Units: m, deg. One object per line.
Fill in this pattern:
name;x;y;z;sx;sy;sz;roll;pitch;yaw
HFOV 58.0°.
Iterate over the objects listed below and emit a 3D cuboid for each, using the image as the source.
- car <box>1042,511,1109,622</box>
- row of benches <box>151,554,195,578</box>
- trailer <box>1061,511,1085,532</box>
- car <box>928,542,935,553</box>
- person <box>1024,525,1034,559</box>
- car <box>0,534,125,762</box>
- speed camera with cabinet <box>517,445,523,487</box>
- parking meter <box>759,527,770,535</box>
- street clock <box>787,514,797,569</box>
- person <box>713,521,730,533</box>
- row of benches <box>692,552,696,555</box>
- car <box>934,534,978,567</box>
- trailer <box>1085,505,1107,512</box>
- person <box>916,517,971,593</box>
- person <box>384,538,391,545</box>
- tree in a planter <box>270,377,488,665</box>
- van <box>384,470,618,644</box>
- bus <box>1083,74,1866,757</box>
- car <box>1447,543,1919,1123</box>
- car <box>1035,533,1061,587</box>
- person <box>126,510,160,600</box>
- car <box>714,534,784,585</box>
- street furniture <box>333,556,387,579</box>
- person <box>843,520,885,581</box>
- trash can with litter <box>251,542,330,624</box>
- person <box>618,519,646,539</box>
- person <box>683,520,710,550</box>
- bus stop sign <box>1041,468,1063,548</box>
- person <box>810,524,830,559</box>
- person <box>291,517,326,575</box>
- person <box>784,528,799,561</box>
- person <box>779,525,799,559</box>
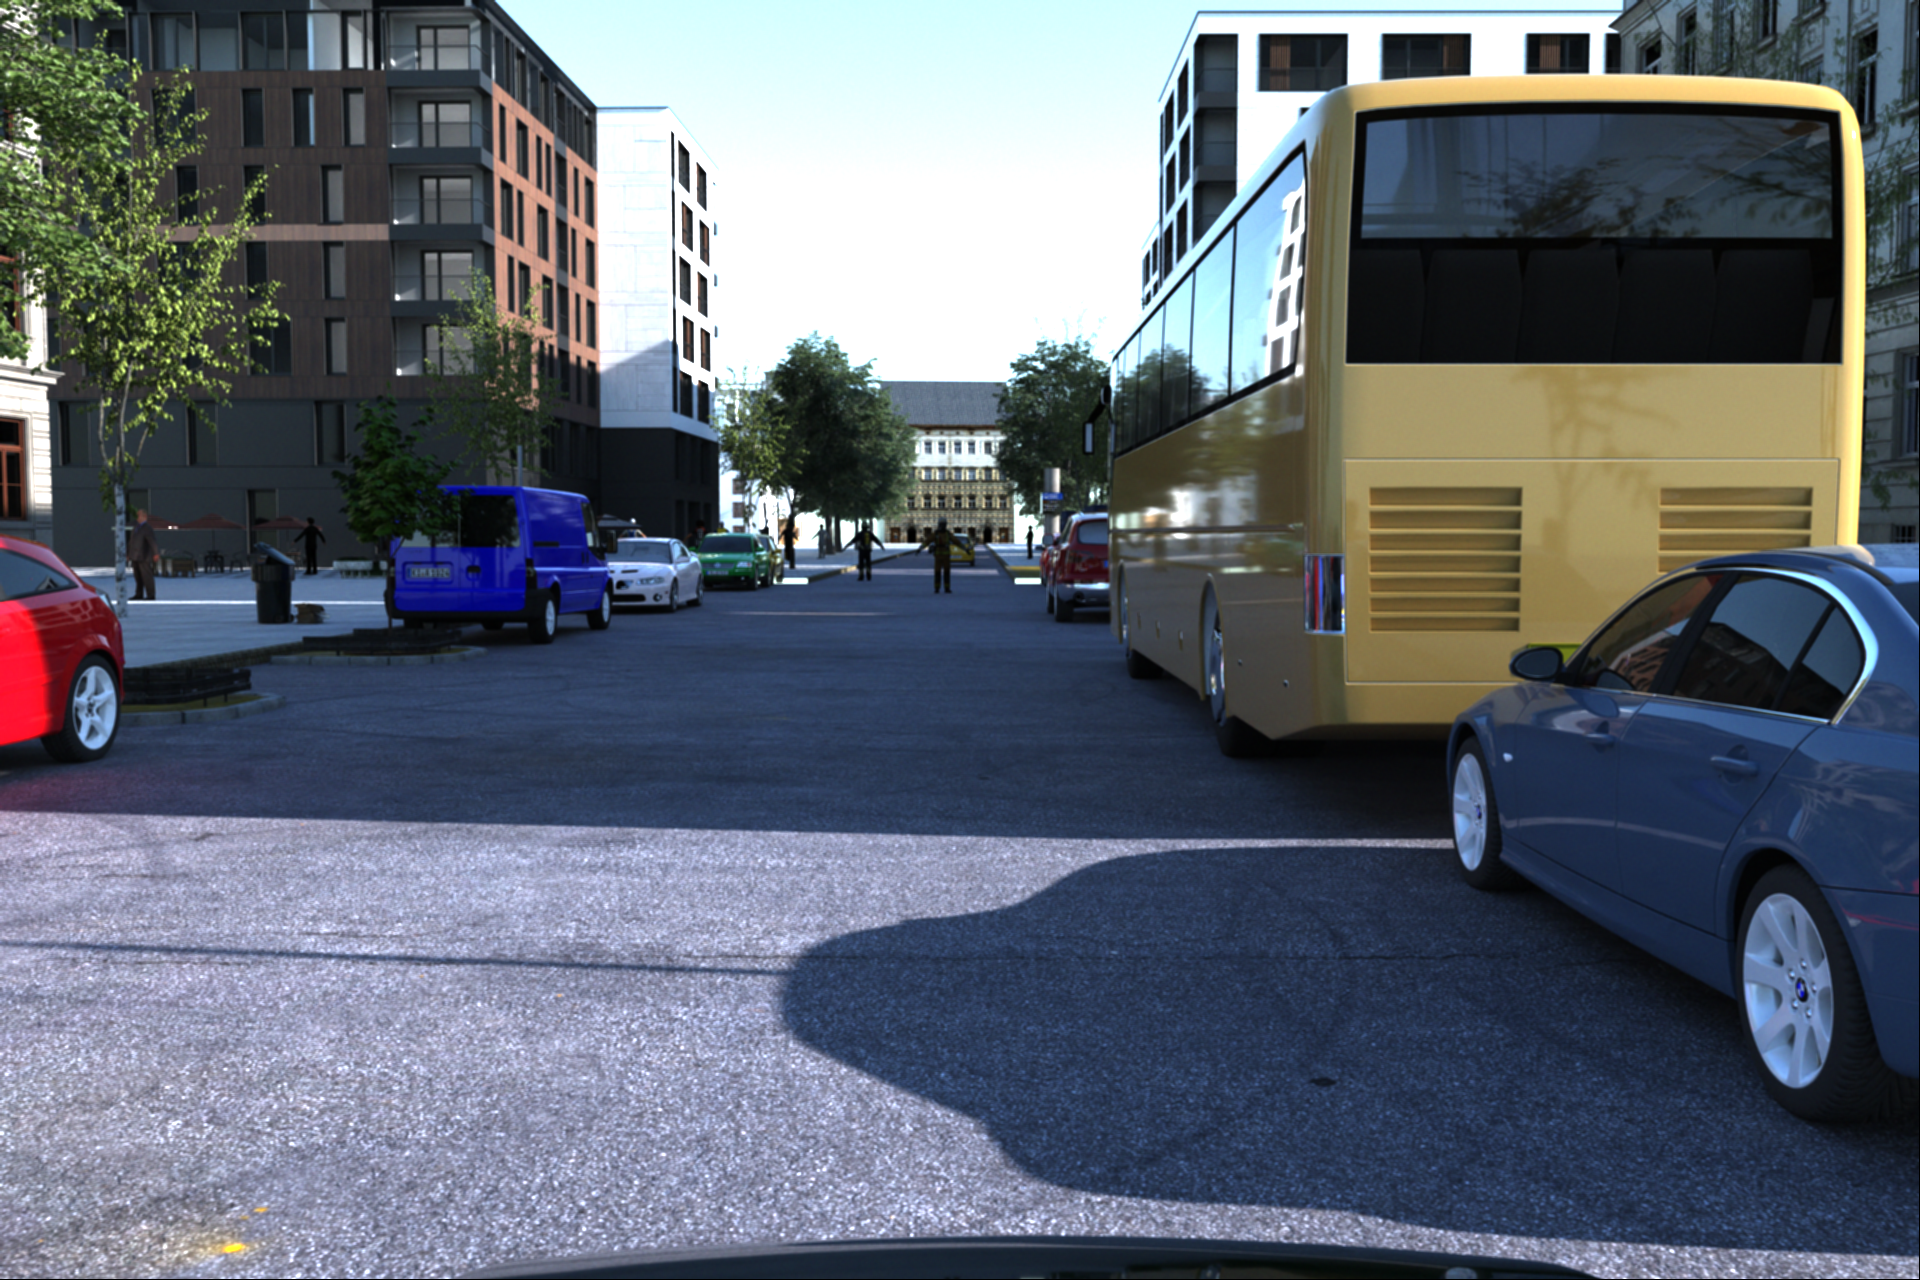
car;2.567;-1.289;29.746;2.281;1.827;5.304;0;4;1
row of benches;-23.977;-2.265;52.503;1.422;0.672;4.104;-2;4;-35
trailer;3.072;-2.258;43.960;1.471;1.999;3.904;0;4;1
car;-1.468;-7.282;128.841;2.009;1.686;4.222;0;4;1
person;3.514;-5.027;88.904;0.721;1.740;1.216;1;4;23
car;-6.358;-0.027;9.482;2.155;1.783;4.494;0;4;1
speed camera with cabinet;-10.013;-2.757;39.421;0.660;3.252;2.038;0;4;0
parking meter;-6.606;-3.061;58.452;0.372;1.533;0.369;0;3;0
street clock;-6.178;-3.617;63.705;0.358;2.002;0.471;0;4;1
person;-10.132;-4.145;73.747;1.349;1.833;0.705;0;4;-5
row of benches;-8.534;-2.808;61.374;4.104;0.672;1.422;-3;5;-41
car;-0.177;-4.134;77.812;2.015;1.641;3.980;0;4;1
trailer;3.082;-1.744;35.562;1.471;1.999;3.904;0;4;0
person;-0.424;-2.074;42.139;1.354;1.858;0.705;-1;4;-10
person;-20.357;-3.430;62.209;0.705;1.813;1.348;1;4;11
tree in a planter;-6.565;-1.384;19.857;1.991;3.239;1.994;0;4;1
van;-6.245;-1.215;24.250;2.240;2.365;5.245;0;4;0
bus;2.859;-1.370;13.940;2.896;3.916;12.252;0;3;0
car;2.906;0.398;5.503;2.014;1.417;4.499;0;4;1
car;3.191;-2.419;48.587;2.155;1.783;4.494;0;4;1
person;-15.857;-1.648;33.538;0.990;1.755;0.434;2;4;34
car;-6.072;-2.419;49.774;2.015;1.641;3.980;0;3;0
street furniture;-13.739;-2.230;52.091;10.072;0.657;5.734;0;4;-2
person;-2.937;-2.756;53.290;1.354;1.856;0.705;-1;4;-22
trash can with litter;-9.621;-0.828;24.919;1.055;1.170;0.624;0;4;0
person;-12.087;-3.557;64.014;1.347;1.847;0.705;0;4;7
person;-9.915;-3.669;66.126;1.345;1.843;0.704;-1;4;-10
bus stop sign;3.674;-4.909;69.273;0.837;3.901;0.837;0;4;-1
person;-7.188;-5.104;89.643;1.347;1.806;0.705;3;4;38
person;-20.518;-2.966;54.687;0.705;1.806;1.347;2;4;27
person;-8.150;-4.711;83.249;0.704;1.802;1.346;-2;4;-34
person;-8.706;-4.990;87.730;0.704;1.812;1.346;3;5;44
